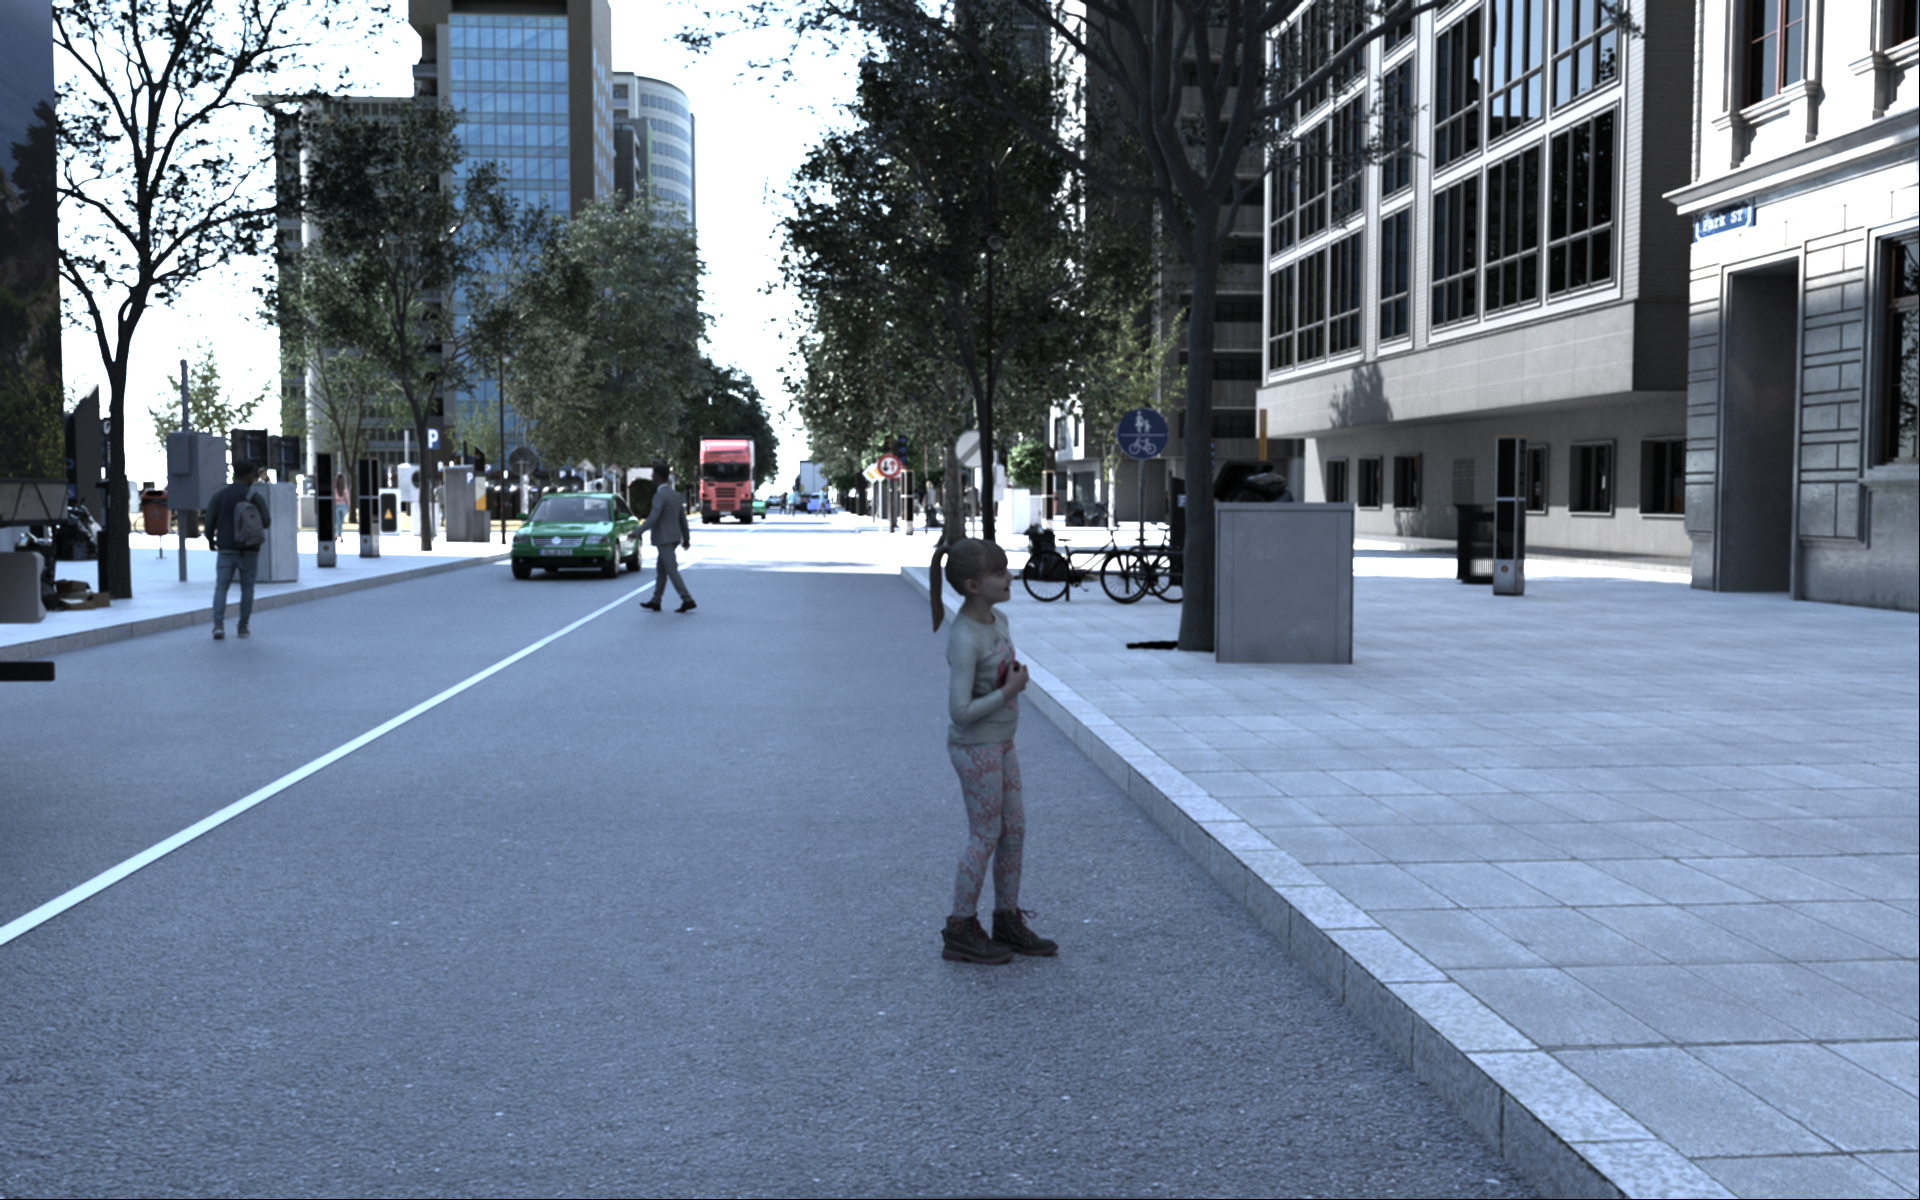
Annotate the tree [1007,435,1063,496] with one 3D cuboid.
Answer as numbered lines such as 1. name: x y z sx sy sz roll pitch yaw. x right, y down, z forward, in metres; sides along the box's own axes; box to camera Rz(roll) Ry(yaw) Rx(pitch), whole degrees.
1. tree: 3.865 -6.591 91.482 4.285 4.588 4.351 0 3 0

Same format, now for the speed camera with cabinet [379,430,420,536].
1. speed camera with cabinet: -17.327 -3.598 53.158 0.660 3.252 2.038 2 4 28

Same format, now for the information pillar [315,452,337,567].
1. information pillar: -11.115 -1.582 30.358 0.304 2.012 0.304 -1 4 -16

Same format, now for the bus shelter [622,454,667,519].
1. bus shelter: -16.530 -5.915 90.639 2.014 3.302 5.546 0 4 -5

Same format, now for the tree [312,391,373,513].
1. tree: -42.364 -10.323 119.151 4.360 8.622 3.978 0 3 0

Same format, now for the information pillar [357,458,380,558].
1. information pillar: -11.948 -1.866 35.004 0.304 2.012 0.304 1 4 13

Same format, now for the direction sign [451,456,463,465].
1. direction sign: -30.412 -6.920 105.135 0.876 3.537 0.379 0 4 0

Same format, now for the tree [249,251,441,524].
1. tree: -26.280 -9.088 74.351 9.928 11.665 9.643 0 3 0

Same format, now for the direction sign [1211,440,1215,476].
1. direction sign: 10.304 -4.964 73.165 0.876 3.537 0.379 0 4 -4

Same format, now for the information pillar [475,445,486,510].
1. information pillar: -22.883 -5.580 82.592 0.504 3.616 0.183 0 4 0

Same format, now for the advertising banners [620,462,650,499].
1. advertising banners: -18.070 -6.082 95.626 2.074 3.025 0.090 -2 4 -32

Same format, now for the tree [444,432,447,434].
1. tree: -37.693 -11.237 134.085 4.737 8.622 4.395 0 3 0

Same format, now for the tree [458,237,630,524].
1. tree: -12.489 -6.128 50.556 4.360 8.622 3.978 0 3 0

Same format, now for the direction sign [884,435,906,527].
1. direction sign: -2.487 -4.561 66.566 0.876 3.537 0.379 1 4 13

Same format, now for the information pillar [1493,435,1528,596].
1. information pillar: 6.957 -1.065 21.901 0.304 2.012 0.304 3 5 39

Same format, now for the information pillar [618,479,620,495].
1. information pillar: -17.022 -4.975 85.835 0.304 2.012 0.304 0 4 -1

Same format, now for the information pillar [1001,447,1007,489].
1. information pillar: 2.048 -5.473 80.837 0.183 3.616 0.504 2 4 33

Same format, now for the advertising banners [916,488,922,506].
1. advertising banners: -3.012 -8.720 138.766 0.090 3.025 2.074 -3 4 -38

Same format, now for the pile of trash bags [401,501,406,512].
1. pile of trash bags: -40.461 -7.048 124.981 3.447 1.369 1.912 0 4 1

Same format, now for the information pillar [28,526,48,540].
1. information pillar: -17.114 -1.689 32.111 0.304 2.012 0.304 -2 4 -24

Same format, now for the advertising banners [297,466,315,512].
1. advertising banners: -40.211 -6.742 106.423 2.074 3.025 0.090 -3 4 -36

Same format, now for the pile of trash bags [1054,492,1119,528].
1. pile of trash bags: 4.564 -3.522 67.331 3.447 1.369 1.912 3 5 43

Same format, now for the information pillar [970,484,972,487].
1. information pillar: 0.883 -7.090 120.416 0.304 2.012 0.304 2 4 33

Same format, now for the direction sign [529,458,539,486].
1. direction sign: -26.744 -7.137 108.681 0.379 3.537 0.876 3 4 36

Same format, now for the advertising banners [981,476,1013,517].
1. advertising banners: 2.136 -6.081 95.619 2.074 3.025 0.090 -2 4 -24

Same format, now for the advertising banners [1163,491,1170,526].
1. advertising banners: 9.157 -4.503 69.808 2.074 3.025 0.090 -1 4 -17

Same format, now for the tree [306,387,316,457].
1. tree: -43.332 -9.856 111.504 4.737 8.622 4.395 0 3 0

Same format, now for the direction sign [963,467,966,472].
1. direction sign: -0.166 -5.015 74.000 0.876 3.537 0.379 0 4 6

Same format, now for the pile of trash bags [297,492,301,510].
1. pile of trash bags: -36.874 -5.044 92.217 3.447 1.369 1.912 -2 4 -33

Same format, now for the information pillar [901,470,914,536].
1. information pillar: -1.613 -2.970 53.050 0.304 2.012 0.304 -2 4 -32

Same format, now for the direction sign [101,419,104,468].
1. direction sign: -26.021 -3.687 52.277 0.876 3.537 0.379 1 4 22

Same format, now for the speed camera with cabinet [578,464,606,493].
1. speed camera with cabinet: -22.095 -6.728 104.343 2.038 3.252 0.660 2 4 31

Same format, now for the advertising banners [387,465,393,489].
1. advertising banners: -35.016 -6.650 104.920 2.074 3.025 0.090 2 4 31

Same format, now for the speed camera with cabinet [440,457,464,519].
1. speed camera with cabinet: -26.517 -5.913 91.020 0.660 3.252 2.038 2 4 32

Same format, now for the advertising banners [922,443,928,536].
1. advertising banners: -1.042 -3.511 53.589 0.090 3.025 2.074 0 4 -1

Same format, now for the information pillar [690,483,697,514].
1. information pillar: -17.564 -6.707 114.147 0.304 2.012 0.304 1 4 14

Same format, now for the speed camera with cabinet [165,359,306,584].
1. speed camera with cabinet: -10.664 -1.897 25.354 2.038 3.252 0.660 2 4 24

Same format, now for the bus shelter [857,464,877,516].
1. bus shelter: -5.548 -6.833 103.007 1.731 3.624 6.357 0 4 -5

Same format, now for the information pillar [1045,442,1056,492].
1. information pillar: 4.050 -5.293 77.899 0.504 3.616 0.183 -1 4 -20

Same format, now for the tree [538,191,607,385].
1. tree: -11.863 -6.375 38.646 8.767 10.594 7.601 0 4 2

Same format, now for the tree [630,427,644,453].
1. tree: -21.851 -9.740 109.613 4.360 8.622 3.978 0 3 0

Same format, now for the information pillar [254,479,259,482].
1. information pillar: -34.004 -4.859 83.929 0.304 2.012 0.304 0 4 -8

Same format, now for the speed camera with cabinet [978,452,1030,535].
1. speed camera with cabinet: 1.375 -3.652 54.039 0.660 3.252 2.038 3 4 37

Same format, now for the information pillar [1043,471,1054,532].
1. information pillar: 2.843 -3.134 55.736 0.304 2.012 0.304 -1 4 -14

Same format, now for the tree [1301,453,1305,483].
1. tree: 15.129 -7.248 68.870 4.360 8.622 3.978 0 3 0

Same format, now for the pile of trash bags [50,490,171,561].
1. pile of trash bags: -17.268 -1.483 33.996 3.447 1.369 1.912 -1 4 -13

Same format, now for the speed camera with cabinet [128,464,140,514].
1. speed camera with cabinet: -54.143 -7.288 113.498 0.660 3.252 2.038 -2 4 -26

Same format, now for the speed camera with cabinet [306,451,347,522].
1. speed camera with cabinet: -29.155 -5.225 79.767 2.038 3.252 0.660 2 4 31

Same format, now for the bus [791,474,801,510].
1. bus: -14.271 -10.215 161.876 2.948 3.499 13.247 0 4 -6
